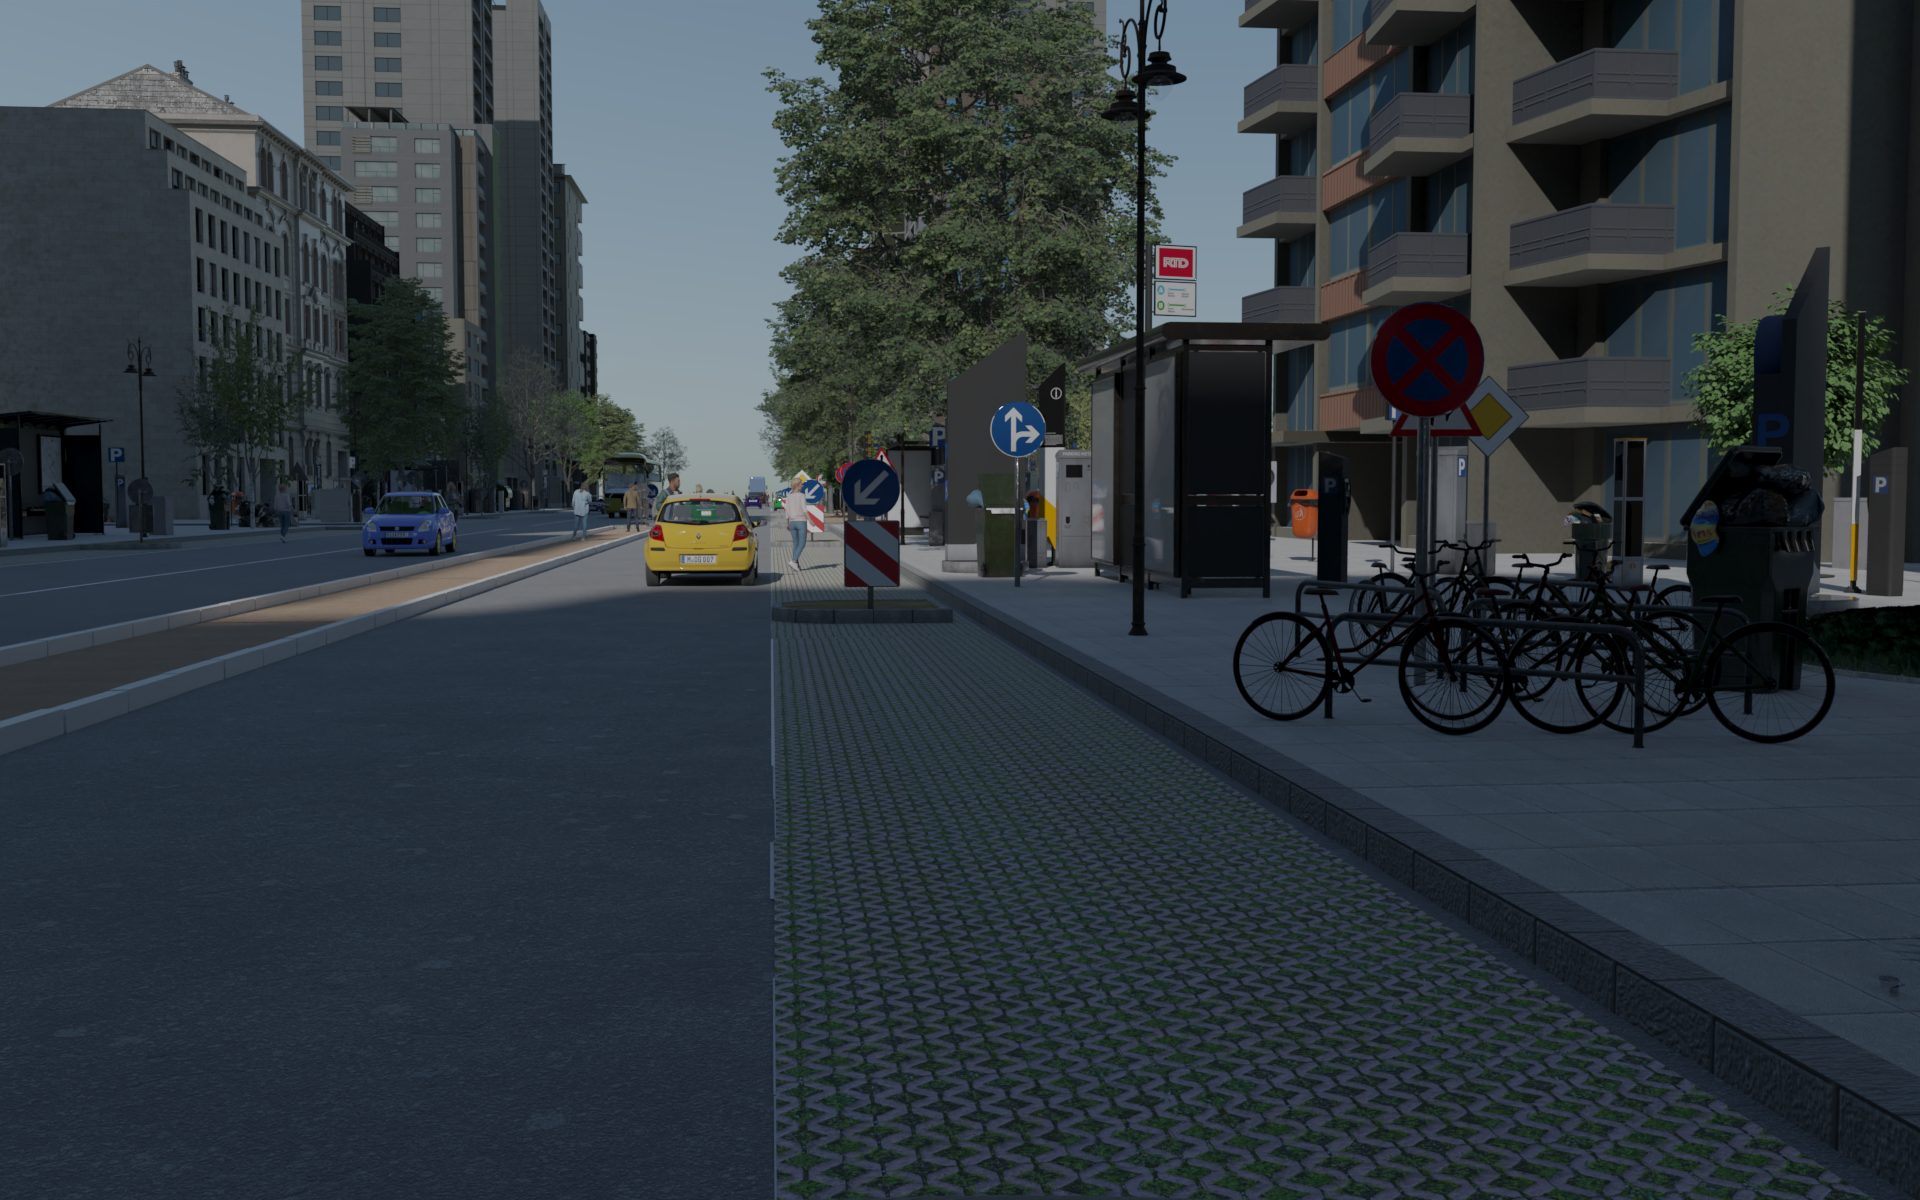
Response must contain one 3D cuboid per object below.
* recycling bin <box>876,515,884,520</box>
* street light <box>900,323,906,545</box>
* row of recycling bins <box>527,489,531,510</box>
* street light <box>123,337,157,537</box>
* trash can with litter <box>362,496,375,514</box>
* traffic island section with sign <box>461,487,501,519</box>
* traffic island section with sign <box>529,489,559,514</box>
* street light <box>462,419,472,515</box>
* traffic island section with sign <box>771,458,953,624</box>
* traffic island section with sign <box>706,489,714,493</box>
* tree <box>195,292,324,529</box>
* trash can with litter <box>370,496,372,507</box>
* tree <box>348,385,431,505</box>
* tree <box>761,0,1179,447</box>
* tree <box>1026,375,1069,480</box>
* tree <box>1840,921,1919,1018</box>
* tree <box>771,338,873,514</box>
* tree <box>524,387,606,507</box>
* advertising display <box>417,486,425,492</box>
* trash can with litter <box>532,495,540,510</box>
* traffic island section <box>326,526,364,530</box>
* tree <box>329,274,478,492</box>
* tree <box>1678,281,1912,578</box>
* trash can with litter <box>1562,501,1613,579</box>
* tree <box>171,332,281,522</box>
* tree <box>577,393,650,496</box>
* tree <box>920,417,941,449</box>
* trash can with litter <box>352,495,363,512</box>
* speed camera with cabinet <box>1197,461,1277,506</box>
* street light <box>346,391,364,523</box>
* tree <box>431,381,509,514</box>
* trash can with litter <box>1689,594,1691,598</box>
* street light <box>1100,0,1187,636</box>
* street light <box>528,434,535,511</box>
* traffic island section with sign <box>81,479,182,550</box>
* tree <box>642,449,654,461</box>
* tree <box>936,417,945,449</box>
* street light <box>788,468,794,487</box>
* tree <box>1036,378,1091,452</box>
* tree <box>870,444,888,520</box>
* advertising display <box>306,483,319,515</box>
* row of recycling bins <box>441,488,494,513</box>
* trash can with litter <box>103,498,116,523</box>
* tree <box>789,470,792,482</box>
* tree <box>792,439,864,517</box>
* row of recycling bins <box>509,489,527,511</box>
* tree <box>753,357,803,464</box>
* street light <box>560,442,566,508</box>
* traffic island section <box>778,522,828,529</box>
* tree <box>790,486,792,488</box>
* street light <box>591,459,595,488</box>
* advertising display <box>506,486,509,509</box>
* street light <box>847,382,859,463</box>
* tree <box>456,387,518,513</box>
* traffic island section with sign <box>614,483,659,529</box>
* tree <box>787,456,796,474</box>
[{"bbox_3d":[-4.160,-4.512,86.329,0.722,1.027,0.722,-1,4,-12],"label":"recycling bin"},{"bbox_3d":[-1.445,-4.323,43.470,0.468,5.910,1.993,0,4,-6],"label":"street light"},{"bbox_3d":[-35.831,-8.059,138.870,1.069,1.692,3.534,2,4,29],"label":"row of recycling bins"},{"bbox_3d":[-24.139,-4.790,51.111,0.468,5.910,1.993,0,4,-6],"label":"street light"},{"bbox_3d":[-38.155,-6.153,111.992,0.624,1.170,1.055,3,5,40],"label":"trash can with litter"},{"bbox_3d":[-27.326,-5.519,98.864,1.989,1.847,2.006,0,4,-6],"label":"traffic island section with sign"},{"bbox_3d":[-30.338,-7.199,126.325,1.989,1.847,2.006,0,4,-6],"label":"traffic island section with sign"},{"bbox_3d":[-30.255,-8.159,106.185,0.468,5.910,1.993,0,4,-6],"label":"street light"},{"bbox_3d":[-1.174,-0.693,19.952,1.989,1.847,2.006,0,4,-6],"label":"traffic island section with sign"},{"bbox_3d":[-22.121,-8.873,153.203,2.006,1.907,1.989,0,4,-6],"label":"traffic island section with sign"},{"bbox_3d":[-25.910,-6.929,63.659,4.737,8.622,4.395,0,3,0],"label":"tree"},{"bbox_3d":[-42.034,-6.974,125.084,2.233,1.210,1.678,1,4,14],"label":"trash can with litter"},{"bbox_3d":[-38.543,-10.160,116.485,4.360,8.622,3.978,0,3,0],"label":"tree"},{"bbox_3d":[0.282,-7.956,36.737,9.857,13.997,8.962,0,3,0],"label":"tree"},{"bbox_3d":[3.186,-8.582,90.672,4.360,8.622,3.978,0,3,0],"label":"tree"},{"bbox_3d":[2.966,-5.718,3.855,12.009,13.543,11.850,0,3,0],"label":"tree"},{"bbox_3d":[-8.485,-11.903,112.737,7.486,12.596,7.792,0,3,0],"label":"tree"},{"bbox_3d":[-38.372,-14.877,168.994,9.928,11.665,9.643,0,3,0],"label":"tree"},{"bbox_3d":[-46.857,-8.860,150.069,0.974,1.923,0.123,-2,4,-35],"label":"advertising display"},{"bbox_3d":[-35.556,-8.151,144.655,0.624,1.170,1.055,-1,4,-19],"label":"trash can with litter"},{"bbox_3d":[-24.131,-2.901,69.712,2.009,0.180,2.903,0,4,-6],"label":"traffic island section"},{"bbox_3d":[-28.727,-10.496,89.738,7.486,12.596,7.792,0,3,0],"label":"tree"},{"bbox_3d":[12.932,-2.641,26.899,4.285,4.588,4.351,0,3,0],"label":"tree"},{"bbox_3d":[9.647,-0.905,26.182,1.055,1.170,0.624,-3,4,-36],"label":"trash can with litter"},{"bbox_3d":[-32.863,-7.803,77.934,4.360,8.622,3.978,0,3,0],"label":"tree"},{"bbox_3d":[-39.848,-16.924,194.829,7.486,12.596,7.792,0,3,0],"label":"tree"},{"bbox_3d":[-3.393,-10.552,122.881,4.360,8.622,3.978,0,3,0],"label":"tree"},{"bbox_3d":[-36.241,-5.621,102.956,1.678,1.210,2.233,-1,4,-12],"label":"trash can with litter"},{"bbox_3d":[7.353,-3.159,45.983,2.038,3.252,0.660,-1,4,-14],"label":"speed camera with cabinet"},{"bbox_3d":[-27.069,-6.409,77.576,0.468,5.910,1.993,0,4,-6],"label":"street light"},{"bbox_3d":[-31.100,-9.896,112.164,4.360,8.622,3.978,0,3,0],"label":"tree"},{"bbox_3d":[9.842,-0.638,21.486,1.678,1.210,2.233,0,4,-1],"label":"trash can with litter"},{"bbox_3d":[1.621,-2.617,15.574,0.468,5.910,1.993,0,4,-6],"label":"street light"},{"bbox_3d":[-33.202,-9.866,134.094,0.468,5.910,1.993,0,4,-6],"label":"street light"},{"bbox_3d":[-21.441,-2.225,45.001,1.989,1.847,2.006,0,4,-6],"label":"traffic island section with sign"},{"bbox_3d":[-49.980,-19.827,274.540,4.737,8.622,4.395,0,3,0],"label":"tree"},{"bbox_3d":[-0.960,-11.968,146.039,4.737,8.622,4.395,0,3,0],"label":"tree"},{"bbox_3d":[-27.714,-19.033,283.969,0.468,5.910,1.993,0,4,-6],"label":"street light"},{"bbox_3d":[7.260,-9.497,105.646,4.737,8.622,4.395,0,3,0],"label":"tree"},{"bbox_3d":[-2.637,-3.899,58.347,1.663,3.219,1.824,0,3,0],"label":"tree"},{"bbox_3d":[-39.502,-6.144,105.662,0.123,1.923,0.974,1,4,20],"label":"advertising display"},{"bbox_3d":[-32.884,-6.639,115.658,3.534,1.692,1.069,-3,4,-38],"label":"row of recycling bins"},{"bbox_3d":[-38.387,-4.074,78.004,1.055,1.170,0.624,1,4,18],"label":"trash can with litter"},{"bbox_3d":[-10.211,-9.134,133.059,4.285,4.588,4.351,0,3,0],"label":"tree"},{"bbox_3d":[-6.589,-7.020,98.499,4.285,4.588,4.351,0,3,0],"label":"tree"},{"bbox_3d":[-35.879,-7.853,135.512,3.534,1.692,1.069,1,4,20],"label":"row of recycling bins"},{"bbox_3d":[-23.950,-23.510,240.275,12.611,20.169,13.585,0,3,0],"label":"tree"},{"bbox_3d":[-35.427,-11.112,154.476,0.468,5.910,1.993,0,4,-6],"label":"street light"},{"bbox_3d":[-6.494,-3.018,71.629,2.009,0.180,2.903,0,4,-6],"label":"traffic island section"},{"bbox_3d":[-29.583,-19.046,306.004,1.663,3.219,1.824,0,3,0],"label":"tree"},{"bbox_3d":[-38.572,-12.821,182.405,0.468,5.910,1.993,0,4,-6],"label":"street light"},{"bbox_3d":[-34.731,-7.797,132.696,0.123,1.923,0.974,-2,4,-27],"label":"advertising display"},{"bbox_3d":[-4.430,-6.030,71.375,0.468,5.910,1.993,0,4,-6],"label":"street light"},{"bbox_3d":[-32.100,-10.305,118.843,4.737,8.622,4.395,0,3,0],"label":"tree"},{"bbox_3d":[-13.145,-3.854,71.145,2.006,1.907,1.989,0,4,-6],"label":"traffic island section with sign"},{"bbox_3d":[-19.758,-16.394,218.409,4.737,8.622,4.395,0,3,0],"label":"tree"}]
